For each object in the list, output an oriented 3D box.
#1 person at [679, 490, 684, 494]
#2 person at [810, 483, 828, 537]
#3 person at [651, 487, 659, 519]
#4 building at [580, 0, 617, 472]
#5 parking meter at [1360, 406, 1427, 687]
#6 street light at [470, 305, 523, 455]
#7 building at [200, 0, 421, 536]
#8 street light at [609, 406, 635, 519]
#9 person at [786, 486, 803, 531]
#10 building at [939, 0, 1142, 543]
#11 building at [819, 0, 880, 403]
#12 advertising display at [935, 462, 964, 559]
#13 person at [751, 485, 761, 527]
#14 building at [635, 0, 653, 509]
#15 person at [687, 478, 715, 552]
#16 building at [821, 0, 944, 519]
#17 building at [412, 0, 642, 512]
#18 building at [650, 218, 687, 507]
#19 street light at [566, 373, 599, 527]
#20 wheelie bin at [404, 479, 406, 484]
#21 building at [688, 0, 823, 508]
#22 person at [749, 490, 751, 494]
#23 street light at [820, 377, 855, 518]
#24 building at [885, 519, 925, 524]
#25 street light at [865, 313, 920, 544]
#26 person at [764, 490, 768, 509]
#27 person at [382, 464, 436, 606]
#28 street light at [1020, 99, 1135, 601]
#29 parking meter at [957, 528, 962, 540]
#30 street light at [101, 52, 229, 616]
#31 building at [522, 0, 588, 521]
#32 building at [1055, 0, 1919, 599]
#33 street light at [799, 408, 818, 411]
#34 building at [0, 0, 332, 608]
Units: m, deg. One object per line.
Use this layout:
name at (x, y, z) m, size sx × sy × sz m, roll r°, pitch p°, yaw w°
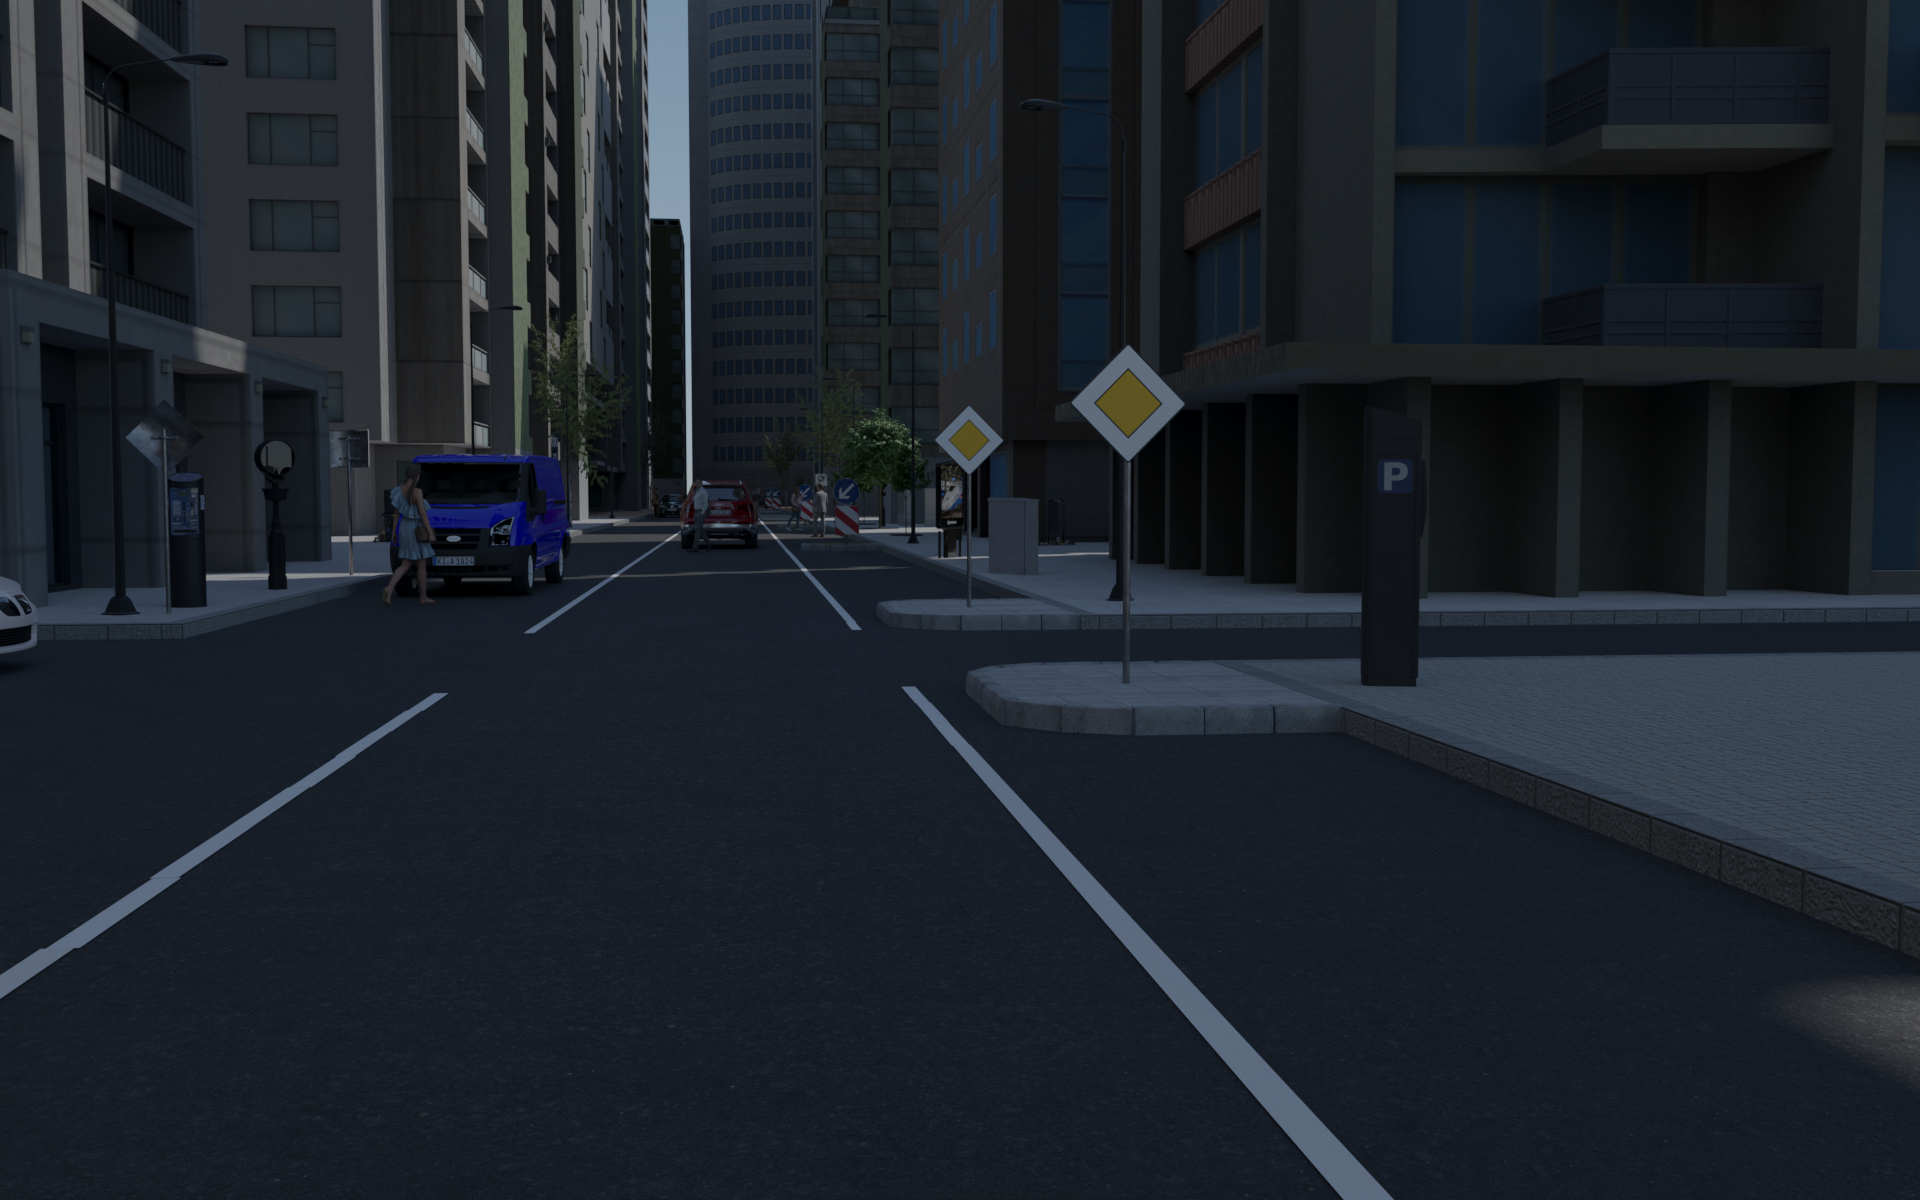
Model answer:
person at (-22.569, -8.057, 140.674) m, size 0.683 × 1.767 × 0.568 m, roll -1°, pitch 4°, yaw -17°
person at (-4.727, -2.997, 57.701) m, size 0.583 × 1.804 × 0.606 m, roll 2°, pitch 4°, yaw 34°
person at (-17.548, -5.573, 99.718) m, size 0.705 × 1.812 × 1.348 m, roll -1°, pitch 4°, yaw -23°
building at (-35.450, -31.509, 104.410) m, size 28.713 × 52.752 × 27.495 m, roll 0°, pitch 4°, yaw -7°
parking meter at (2.907, -0.361, 11.606) m, size 0.399 × 1.863 × 0.255 m, roll 0°, pitch 4°, yaw 7°
street light at (-11.457, -4.291, 42.698) m, size 1.470 × 5.913 × 1.316 m, roll 0°, pitch 4°, yaw -7°
building at (-22.353, -22.848, 57.159) m, size 14.154 × 41.232 × 14.086 m, roll 0°, pitch 4°, yaw -7°
street light at (-17.735, -7.236, 90.853) m, size 1.470 × 5.913 × 1.316 m, roll 0°, pitch 4°, yaw -7°
person at (-6.458, -3.578, 67.586) m, size 0.643 × 1.750 × 0.593 m, roll 1°, pitch 4°, yaw 22°
building at (7.036, -24.568, 51.793) m, size 14.600 × 45.320 × 14.200 m, roll 0°, pitch 4°, yaw -7°
building at (3.635, -32.985, 128.541) m, size 28.713 × 52.752 × 27.495 m, roll 0°, pitch 4°, yaw -7°
advertising display at (-0.202, -1.810, 34.815) m, size 0.123 × 1.923 × 0.974 m, roll 2°, pitch 4°, yaw 29°
person at (-8.862, -4.105, 75.422) m, size 0.447 × 1.846 × 0.655 m, roll -2°, pitch 4°, yaw -26°
building at (-41.981, -37.412, 153.687) m, size 28.212 × 58.520 × 21.231 m, roll 0°, pitch 4°, yaw -7°
person at (-6.440, -2.098, 42.897) m, size 0.850 × 1.850 × 0.679 m, roll -3°, pitch 5°, yaw -40°
building at (-1.631, -20.544, 107.602) m, size 14.160 × 30.474 × 14.107 m, roll 0°, pitch 4°, yaw -7°
building at (-31.030, -27.106, 126.772) m, size 14.154 × 41.232 × 14.086 m, roll 0°, pitch 4°, yaw -7°
building at (-36.043, -25.133, 182.623) m, size 14.107 × 30.474 × 14.160 m, roll 0°, pitch 4°, yaw -7°
street light at (-14.543, -5.751, 66.568) m, size 1.470 × 5.913 × 1.316 m, roll 0°, pitch 4°, yaw -7°
wheelie bin at (-11.833, -1.815, 37.582) m, size 0.693 × 1.594 × 0.980 m, roll 2°, pitch 4°, yaw 27°
building at (-15.157, -39.554, 188.712) m, size 28.212 × 58.520 × 21.231 m, roll 0°, pitch 4°, yaw -7°
person at (-17.639, -8.380, 146.068) m, size 0.434 × 1.755 × 0.990 m, roll 2°, pitch 4°, yaw 34°
street light at (-4.770, -5.898, 68.980) m, size 1.470 × 5.913 × 1.316 m, roll 0°, pitch 4°, yaw -7°
building at (3.125, -18.916, 80.977) m, size 14.160 × 30.474 × 14.107 m, roll 0°, pitch 4°, yaw -7°
street light at (-1.750, -4.412, 44.670) m, size 1.470 × 5.913 × 1.316 m, roll 0°, pitch 4°, yaw -7°
person at (-17.886, -9.287, 160.297) m, size 0.705 × 1.831 × 1.348 m, roll 1°, pitch 4°, yaw 13°
person at (-7.031, -0.834, 22.224) m, size 0.616 × 1.811 × 0.778 m, roll 2°, pitch 4°, yaw 33°
street light at (1.397, -2.940, 20.617) m, size 1.470 × 5.913 × 1.316 m, roll 0°, pitch 4°, yaw -7°
parking meter at (-0.124, -2.448, 48.431) m, size 0.372 × 1.533 × 0.369 m, roll 0°, pitch 3°, yaw 0°
street light at (-8.401, -2.800, 18.328) m, size 1.470 × 5.913 × 1.316 m, roll 0°, pitch 4°, yaw -7°
building at (-24.974, -18.819, 79.388) m, size 14.160 × 30.474 × 14.107 m, roll 0°, pitch 4°, yaw -7°
building at (16.641, -23.014, 30.906) m, size 28.867 × 44.769 × 22.147 m, roll 0°, pitch 4°, yaw -7°
street light at (-7.941, -7.384, 93.272) m, size 1.470 × 5.913 × 1.316 m, roll 0°, pitch 4°, yaw -7°
building at (-21.763, -35.933, 25.751) m, size 20.563 × 71.187 × 20.611 m, roll 0°, pitch 4°, yaw -7°
